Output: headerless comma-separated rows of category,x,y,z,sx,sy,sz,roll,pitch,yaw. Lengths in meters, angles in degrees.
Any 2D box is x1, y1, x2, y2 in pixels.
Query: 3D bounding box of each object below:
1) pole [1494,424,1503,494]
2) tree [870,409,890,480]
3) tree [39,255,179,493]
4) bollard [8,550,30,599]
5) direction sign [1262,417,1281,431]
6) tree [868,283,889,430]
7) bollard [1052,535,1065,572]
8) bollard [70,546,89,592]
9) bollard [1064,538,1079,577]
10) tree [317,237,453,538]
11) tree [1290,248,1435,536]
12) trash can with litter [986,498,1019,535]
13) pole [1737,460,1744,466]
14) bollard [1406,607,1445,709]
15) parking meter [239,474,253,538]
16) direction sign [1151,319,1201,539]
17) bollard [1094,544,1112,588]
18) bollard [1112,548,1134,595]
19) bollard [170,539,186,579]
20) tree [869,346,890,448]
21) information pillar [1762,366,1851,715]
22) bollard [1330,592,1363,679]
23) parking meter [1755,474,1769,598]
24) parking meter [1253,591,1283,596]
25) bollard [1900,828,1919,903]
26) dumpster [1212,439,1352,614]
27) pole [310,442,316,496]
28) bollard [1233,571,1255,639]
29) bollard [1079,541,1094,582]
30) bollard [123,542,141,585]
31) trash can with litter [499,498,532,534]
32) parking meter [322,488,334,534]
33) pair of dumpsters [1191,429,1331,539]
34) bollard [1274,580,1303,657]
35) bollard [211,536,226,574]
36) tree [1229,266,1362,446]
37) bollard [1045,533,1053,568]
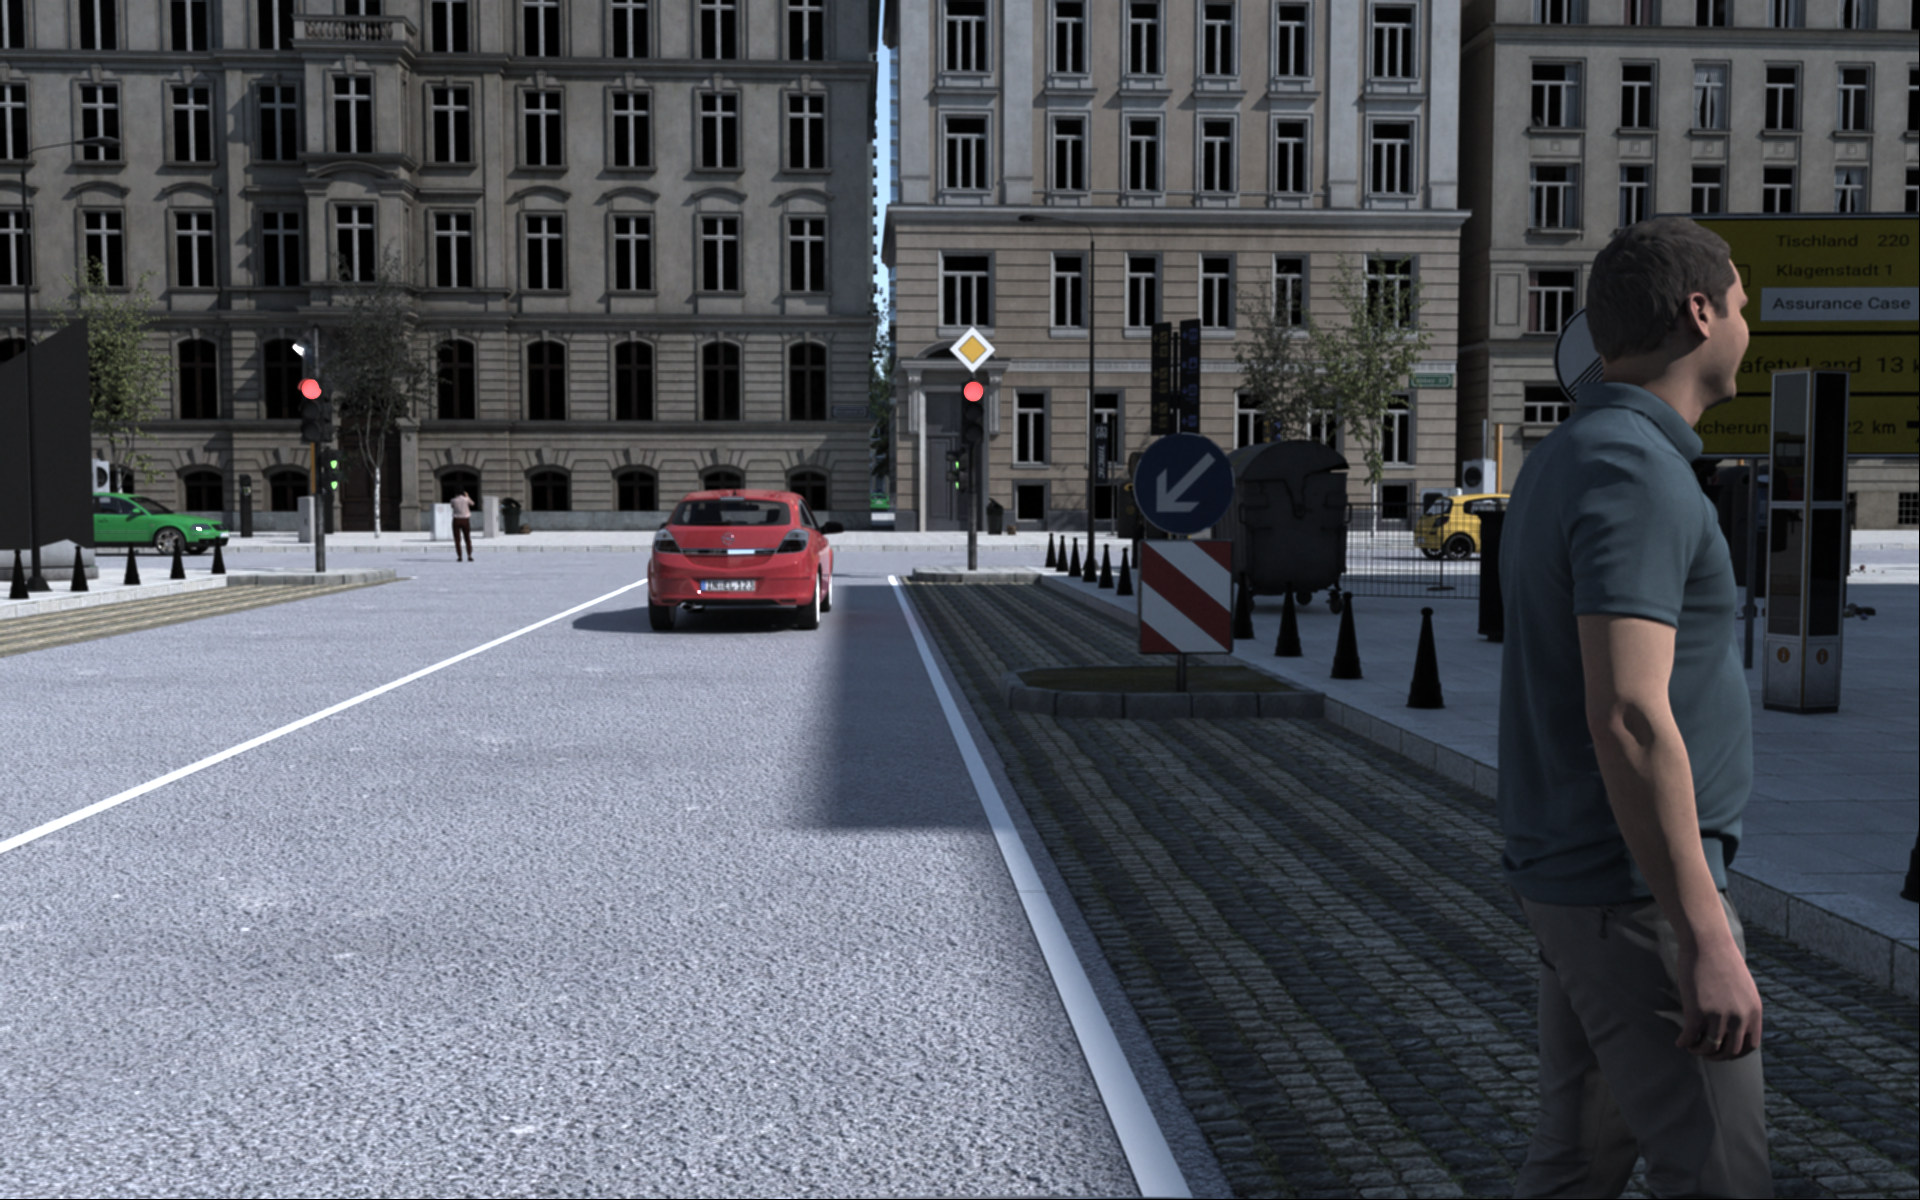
pole,15.746,-3.478,50.709,0.158,3.312,0.155,0,3,0
tree,-6.067,-15.665,178.170,6.751,12.117,7.091,0,3,0
tree,-25.963,-6.287,53.156,4.737,8.622,4.395,0,3,0
bollard,-11.528,-0.316,21.201,0.229,0.601,0.229,0,3,0
direction sign,9.208,-3.623,51.231,0.876,3.537,0.379,-3,5,-44
tree,-7.092,-18.414,156.952,12.611,20.169,13.585,0,3,0
bollard,1.692,-0.769,28.617,0.229,0.601,0.229,0,3,0
bollard,-11.629,-0.417,22.855,0.229,0.601,0.229,0,3,0
bollard,1.794,-0.668,26.967,0.229,0.601,0.229,0,3,0
tree,-16.947,-6.117,50.375,4.360,8.622,3.978,0,3,0
tree,12.044,-6.165,51.166,4.737,8.622,4.395,0,3,0
trash can with litter,1.344,-2.646,54.641,1.055,1.170,0.624,0,4,3
pole,25.589,-3.853,56.842,0.158,3.312,0.155,0,3,0
bollard,2.807,0.344,10.425,0.229,0.601,0.229,0,3,0
parking meter,-21.036,-2.771,51.017,0.255,1.863,0.399,-3,4,-36
direction sign,2.826,-1.883,22.790,0.379,3.537,0.876,-3,4,-38
bollard,1.997,-0.465,23.646,0.229,0.601,0.229,0,3,0
bollard,2.096,-0.364,21.995,0.229,0.601,0.229,0,3,0
bollard,-11.833,-0.620,26.180,0.229,0.601,0.229,0,3,0
tree,-3.008,-11.721,117.388,9.928,11.665,9.643,0,3,0
information pillar,4.974,-0.348,10.188,0.304,2.012,0.304,-1,4,-21
bollard,2.699,0.243,12.076,0.229,0.601,0.229,0,3,0
parking meter,10.043,-0.803,21.544,0.372,1.533,0.369,0,3,0
parking meter,3.916,-0.994,21.963,0.255,1.863,0.399,-2,4,-31
bollard,3.107,0.647,5.467,0.229,0.601,0.229,0,3,0
dumpster,3.526,-0.822,19.192,1.264,1.857,1.865,0,4,-3
pole,-17.788,-3.299,47.780,0.158,3.312,0.155,0,3,0
bollard,2.509,0.041,15.379,0.229,0.601,0.229,0,3,0
bollard,1.898,-0.566,25.297,0.229,0.601,0.229,0,3,0
bollard,-11.731,-0.519,24.524,0.229,0.601,0.229,0,3,0
trash can with litter,-14.182,-2.682,55.232,0.624,1.170,1.055,2,4,25
parking meter,-20.328,-3.053,55.631,0.399,1.863,0.255,0,4,-4
pair of dumpsters,4.754,-1.574,28.229,1.574,2.255,4.437,0,4,-3
bollard,2.606,0.142,13.728,0.229,0.601,0.229,0,3,0
bollard,-11.934,-0.723,27.856,0.229,0.601,0.229,0,3,0
tree,10.445,-6.445,55.741,4.360,8.622,3.978,0,3,0
bollard,1.595,-0.870,30.269,0.229,0.601,0.229,0,3,0
